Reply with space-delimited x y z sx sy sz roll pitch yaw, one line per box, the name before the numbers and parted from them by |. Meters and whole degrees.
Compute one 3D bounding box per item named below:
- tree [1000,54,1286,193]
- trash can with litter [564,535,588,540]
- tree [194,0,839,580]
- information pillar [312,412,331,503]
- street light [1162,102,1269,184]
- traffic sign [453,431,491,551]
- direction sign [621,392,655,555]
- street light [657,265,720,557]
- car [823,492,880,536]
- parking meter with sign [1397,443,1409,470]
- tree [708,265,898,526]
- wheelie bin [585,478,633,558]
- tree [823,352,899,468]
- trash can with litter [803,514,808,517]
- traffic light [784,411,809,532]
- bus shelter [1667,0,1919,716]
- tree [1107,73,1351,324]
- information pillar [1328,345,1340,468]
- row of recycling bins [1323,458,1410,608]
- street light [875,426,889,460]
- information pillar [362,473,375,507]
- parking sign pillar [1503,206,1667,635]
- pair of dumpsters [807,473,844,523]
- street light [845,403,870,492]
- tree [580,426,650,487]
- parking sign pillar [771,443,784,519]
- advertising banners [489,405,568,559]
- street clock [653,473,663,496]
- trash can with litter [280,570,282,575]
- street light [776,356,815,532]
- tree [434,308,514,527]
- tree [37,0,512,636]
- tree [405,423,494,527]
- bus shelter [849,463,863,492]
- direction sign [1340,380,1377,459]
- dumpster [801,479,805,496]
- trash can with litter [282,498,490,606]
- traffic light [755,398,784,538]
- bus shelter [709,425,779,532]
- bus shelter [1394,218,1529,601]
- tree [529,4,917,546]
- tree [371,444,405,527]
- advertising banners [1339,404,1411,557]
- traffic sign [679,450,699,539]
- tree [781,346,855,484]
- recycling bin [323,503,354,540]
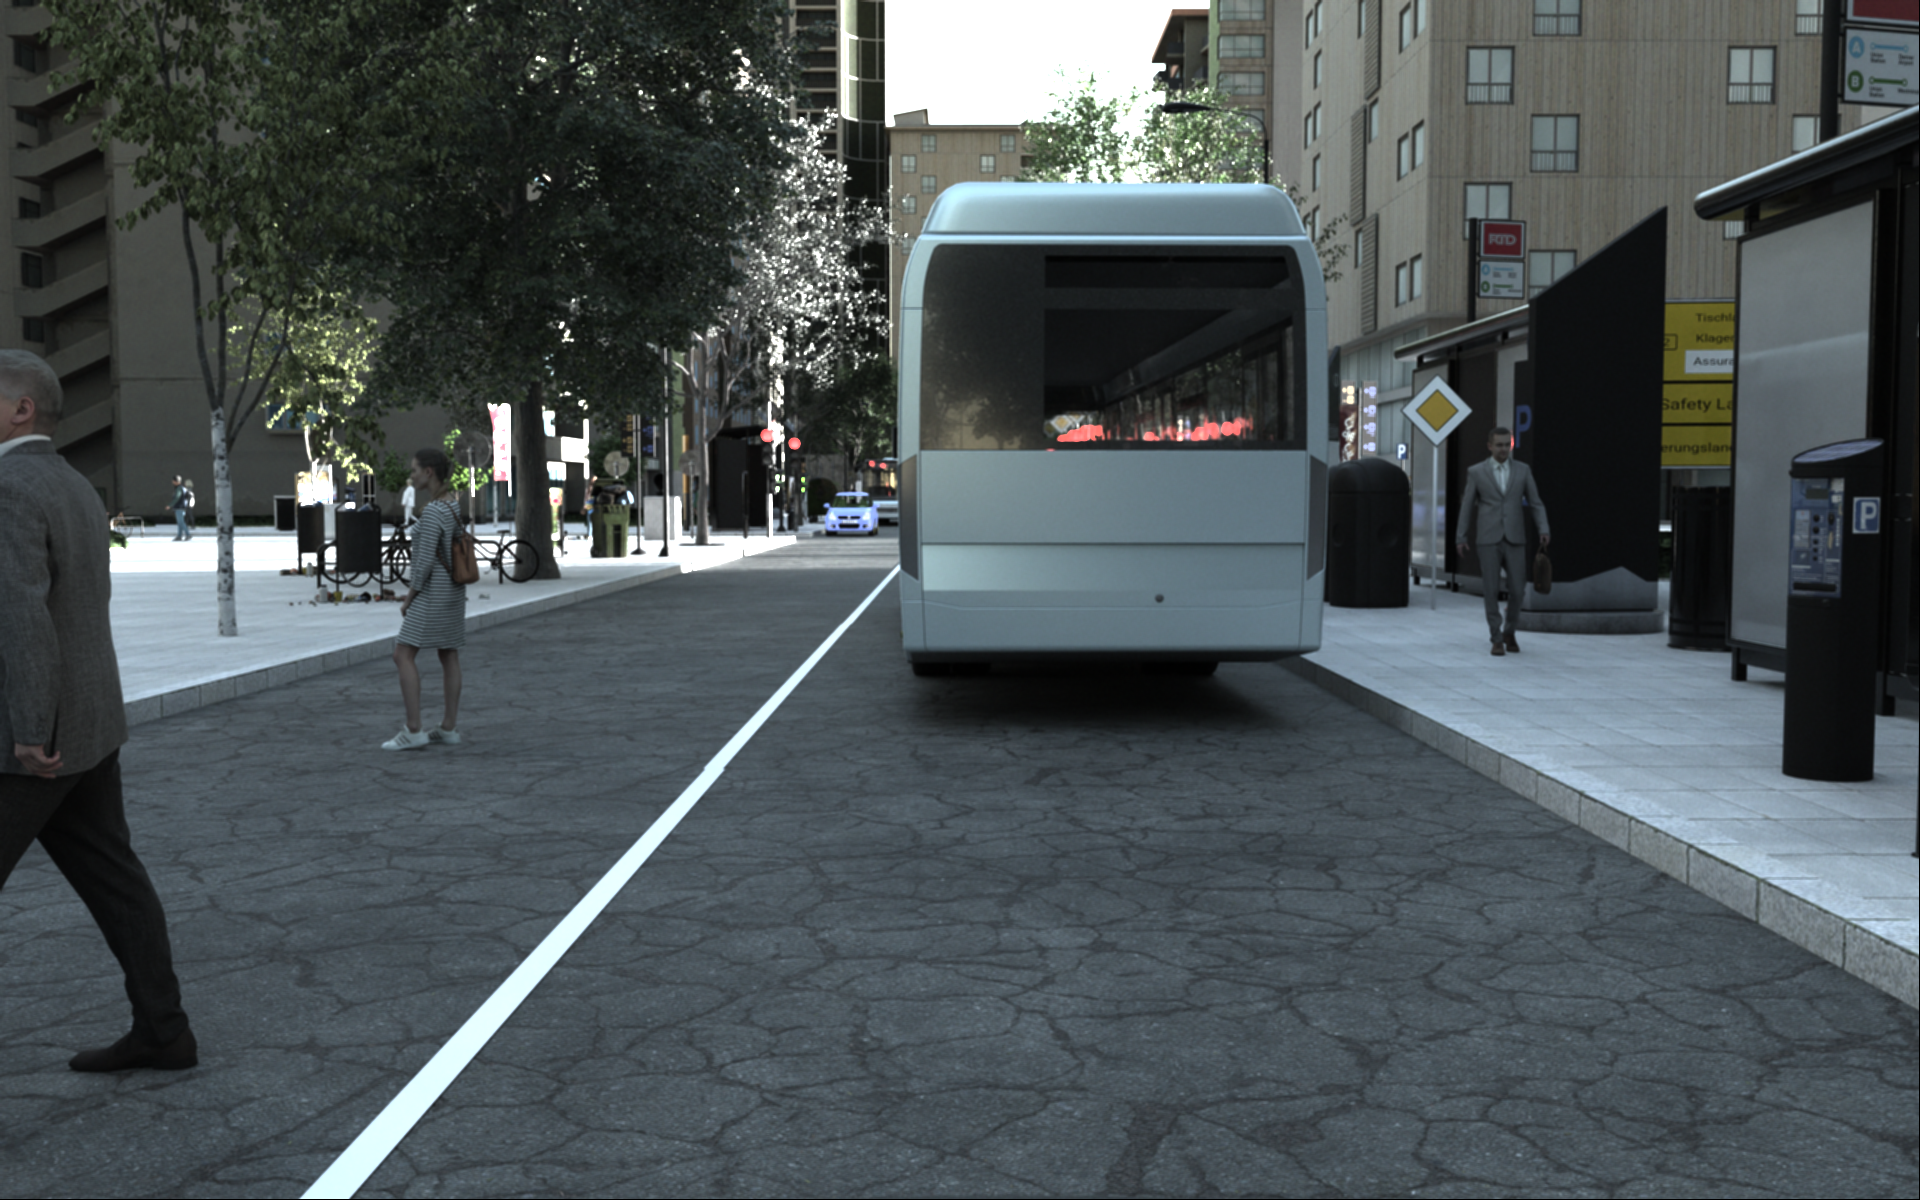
tree | 4.257 -7.086 41.611 9.928 11.665 9.643 0 3 0
trash can with litter | -11.165 -2.296 48.595 2.233 1.210 1.678 0 4 6
tree | -6.403 -7.281 25.701 9.857 13.997 8.962 0 3 0
information pillar | -18.192 -3.552 49.427 0.504 3.616 0.183 -1 4 -9
street light | 3.089 -2.944 20.682 1.470 5.913 1.316 0 4 0
traffic sign | -9.849 -2.130 34.930 0.768 2.556 0.104 0 4 0
direction sign | -6.790 -2.724 36.542 0.876 3.537 0.379 2 4 28
street light | -5.460 -3.834 35.232 1.470 5.913 1.316 0 4 0
car | -3.735 -3.085 60.030 1.945 1.707 3.694 0 4 0
parking meter with sign | 14.513 -3.867 59.488 1.738 3.016 0.543 -2 4 -23
tree | -6.360 -8.280 69.789 8.767 10.594 7.601 1 4 10
wheelie bin | -7.026 -1.652 34.920 0.980 1.594 0.693 -3 4 -37
tree | -6.834 -12.228 125.690 9.928 11.665 9.643 0 3 0
trash can with litter | -8.753 -5.181 95.760 1.678 1.210 2.233 0 4 -8
traffic light | -5.547 -4.264 58.640 0.839 4.253 0.868 0 4 0
bus shelter | 6.115 -2.000 10.338 2.179 5.291 8.768 0 3 0
tree | 4.453 -4.916 30.734 4.360 8.622 3.978 0 3 0
information pillar | 5.825 -2.193 27.203 0.183 3.616 0.504 2 4 35
row of recycling bins | 4.887 -0.855 21.087 1.069 1.692 3.534 1 4 11
street light | -5.226 -8.910 118.226 1.470 5.913 1.316 0 4 0
information pillar | -21.043 -3.498 61.683 0.304 2.012 0.304 1 4 21
parking sign pillar | 5.932 -1.707 16.381 1.447 3.967 1.447 -1 4 -9
pair of dumpsters | -6.118 -4.606 77.809 1.574 2.255 4.437 0 4 0
street light | -5.308 -7.085 88.378 1.470 5.913 1.316 0 4 0
tree | -16.575 -6.097 83.396 4.285 4.588 4.351 0 3 0
parking sign pillar | -9.760 -6.134 88.755 1.447 3.967 1.447 -2 4 -29
advertising banners | -8.613 -2.347 34.560 0.090 3.025 2.074 2 4 31
street clock | -10.497 -3.435 60.738 0.471 2.002 0.358 -1 4 -15
trash can with litter | -10.086 -1.031 27.915 1.678 1.210 2.233 2 4 24
street light | -5.515 -5.259 58.531 1.470 5.913 1.316 0 4 0
tree | -18.322 -7.144 67.168 4.360 8.622 3.978 0 3 0
tree | -6.412 -3.974 15.336 4.737 8.622 4.395 0 3 0
tree | -13.731 -3.209 47.073 1.663 3.219 1.824 0 3 0
bus shelter | -6.156 -7.382 114.620 2.014 3.302 5.546 0 4 0
direction sign | 7.975 -2.614 34.738 0.876 3.537 0.379 -2 4 -25
dumpster | -9.561 -6.419 107.442 1.502 2.255 1.985 0 4 0
trash can with litter | -6.803 -0.594 20.766 2.233 1.210 1.678 -1 4 -15
traffic light | -5.573 -3.776 50.655 0.839 4.253 0.868 0 4 0
bus shelter | -7.675 -4.320 61.911 1.731 3.624 6.357 0 4 0
bus shelter | 7.221 -2.771 22.946 2.179 5.291 8.768 0 3 0
tree | -6.290 -8.101 42.819 12.009 13.543 11.850 0 3 0
tree | -21.993 -4.425 66.944 1.663 3.219 1.824 0 3 0
advertising banners | 8.059 -2.266 33.229 0.090 3.025 2.074 -3 5 -40
traffic sign | -7.711 -3.039 49.799 0.768 2.556 0.104 0 4 4
tree | -7.098 -8.189 84.252 4.360 8.622 3.978 0 3 0
recycling bin | -17.335 -2.183 48.248 0.722 1.027 0.722 0 4 -1
